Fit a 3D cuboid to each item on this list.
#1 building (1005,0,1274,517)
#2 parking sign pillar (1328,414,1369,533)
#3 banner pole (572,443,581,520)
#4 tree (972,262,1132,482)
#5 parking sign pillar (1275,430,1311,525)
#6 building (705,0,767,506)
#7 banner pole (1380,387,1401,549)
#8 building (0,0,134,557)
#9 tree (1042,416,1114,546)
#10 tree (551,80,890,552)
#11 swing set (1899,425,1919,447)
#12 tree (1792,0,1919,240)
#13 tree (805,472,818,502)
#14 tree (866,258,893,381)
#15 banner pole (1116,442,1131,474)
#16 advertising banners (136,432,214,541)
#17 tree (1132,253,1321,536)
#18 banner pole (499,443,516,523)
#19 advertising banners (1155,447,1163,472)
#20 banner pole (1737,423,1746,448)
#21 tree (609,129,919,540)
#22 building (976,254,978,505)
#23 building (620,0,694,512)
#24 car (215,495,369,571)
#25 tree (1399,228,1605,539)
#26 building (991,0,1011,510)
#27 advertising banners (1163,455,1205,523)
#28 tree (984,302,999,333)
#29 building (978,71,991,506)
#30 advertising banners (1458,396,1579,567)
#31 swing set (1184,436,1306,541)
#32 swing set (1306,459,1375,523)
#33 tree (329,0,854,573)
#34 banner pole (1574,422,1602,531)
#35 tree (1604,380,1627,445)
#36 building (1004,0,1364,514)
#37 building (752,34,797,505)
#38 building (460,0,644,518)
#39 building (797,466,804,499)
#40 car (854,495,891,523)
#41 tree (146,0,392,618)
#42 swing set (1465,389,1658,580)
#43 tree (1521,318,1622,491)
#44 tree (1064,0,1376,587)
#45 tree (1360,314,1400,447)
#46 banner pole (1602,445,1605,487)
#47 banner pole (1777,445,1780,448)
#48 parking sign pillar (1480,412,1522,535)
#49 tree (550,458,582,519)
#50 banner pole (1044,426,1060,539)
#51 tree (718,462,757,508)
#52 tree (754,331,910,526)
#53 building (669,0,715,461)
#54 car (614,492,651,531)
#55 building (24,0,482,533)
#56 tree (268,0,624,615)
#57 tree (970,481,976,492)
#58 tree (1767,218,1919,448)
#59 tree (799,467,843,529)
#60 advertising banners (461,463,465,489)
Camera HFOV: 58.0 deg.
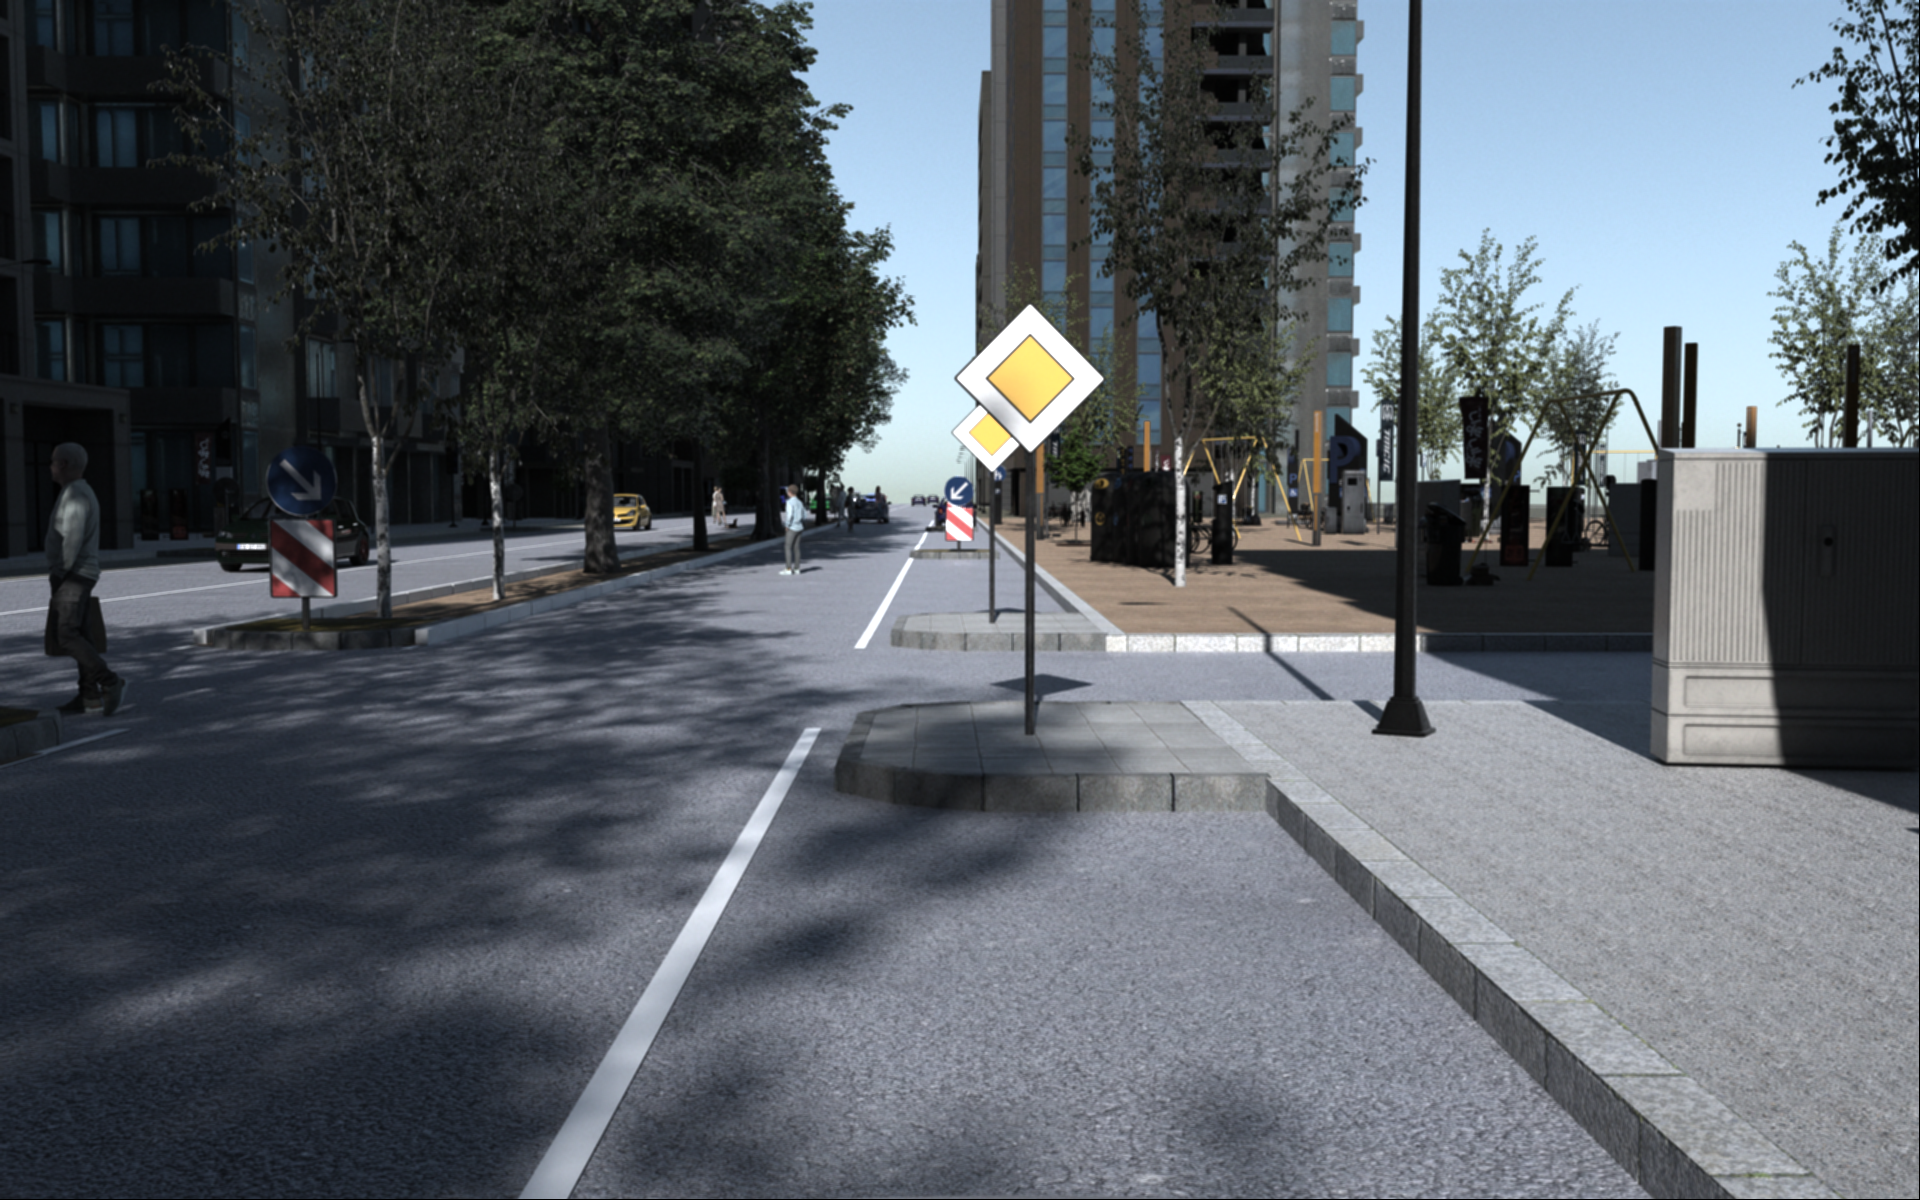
[{"bbox_3d":[9.807,-27.559,100.693,14.600,45.320,14.200,0,4,0],"label":"building"},{"bbox_3d":[12.914,-4.233,57.681,1.447,3.967,1.447,-3,4,-37],"label":"parking sign pillar"},{"bbox_3d":[-19.036,-5.856,85.764,0.401,3.779,0.863,-1,4,-18],"label":"banner pole"},{"bbox_3d":[2.452,-6.358,54.321,4.737,8.622,4.395,0,3,0],"label":"tree"},{"bbox_3d":[13.866,-5.111,72.030,1.447,3.967,1.447,1,4,11],"label":"parking sign pillar"},{"bbox_3d":[-35.612,-36.733,189.824,28.713,52.752,27.495,0,4,0],"label":"building"},{"bbox_3d":[10.097,-3.090,40.544,0.863,3.779,0.401,-2,4,-35],"label":"banner pole"},{"bbox_3d":[-29.608,-36.437,33.995,20.563,71.187,20.611,0,4,0],"label":"building"},{"bbox_3d":[2.763,-2.957,42.954,1.663,3.219,1.824,0,3,0],"label":"tree"},{"bbox_3d":[-6.574,-7.018,42.950,9.928,11.665,9.643,0,3,0],"label":"tree"},{"bbox_3d":[21.614,-2.479,38.152,2.862,2.851,3.119,0,4,4],"label":"swing set"},{"bbox_3d":[11.279,-4.217,19.318,4.360,8.622,3.978,0,3,0],"label":"tree"},{"bbox_3d":[-21.683,-16.426,252.282,4.285,4.588,4.351,0,3,0],"label":"tree"},{"bbox_3d":[-6.861,-9.453,63.663,9.857,13.997,8.962,0,3,0],"label":"tree"},{"bbox_3d":[7.907,-5.698,83.174,0.863,3.779,0.401,1,4,20],"label":"banner pole"},{"bbox_3d":[-21.809,-3.182,48.216,2.074,3.025,0.090,-3,4,-39],"label":"advertising banners"},{"bbox_3d":[8.594,-6.287,53.161,4.737,8.622,4.395,0,3,0],"label":"tree"},{"bbox_3d":[-19.814,-5.255,75.928,0.401,3.779,0.863,3,5,42],"label":"banner pole"},{"bbox_3d":[7.097,-4.181,64.554,0.090,3.025,2.074,2,4,25],"label":"advertising banners"},{"bbox_3d":[27.787,-4.365,61.383,0.863,3.779,0.401,0,4,-7],"label":"banner pole"},{"bbox_3d":[-6.074,-8.174,53.104,9.611,12.733,9.660,0,3,0],"label":"tree"},{"bbox_3d":[8.902,-26.767,209.342,14.160,30.474,14.107,0,4,0],"label":"building"},{"bbox_3d":[-30.516,-42.302,129.890,20.563,71.187,20.611,0,4,0],"label":"building"},{"bbox_3d":[-12.792,-1.440,33.332,2.009,1.686,4.222,0,4,0],"label":"car"},{"bbox_3d":[15.148,-6.025,48.869,4.737,8.622,4.395,0,3,0],"label":"tree"},{"bbox_3d":[13.205,-37.338,152.477,21.231,58.520,28.212,0,4,0],"label":"building"},{"bbox_3d":[9.862,-4.937,76.913,2.074,3.025,0.090,2,4,27],"label":"advertising banners"},{"bbox_3d":[2.646,-6.815,61.788,4.360,8.622,3.978,0,3,0],"label":"tree"},{"bbox_3d":[12.852,-34.697,190.996,21.300,48.544,21.600,0,4,0],"label":"building"},{"bbox_3d":[9.914,-2.117,30.802,2.074,3.025,0.090,1,4,19],"label":"advertising banners"},{"bbox_3d":[7.421,-3.096,48.244,2.862,2.851,3.119,-2,4,-27],"label":"swing set"},{"bbox_3d":[16.584,-4.896,77.662,3.119,2.851,2.862,-1,4,-12],"label":"swing set"},{"bbox_3d":[-6.465,-7.445,30.843,9.857,13.997,8.962,0,3,0],"label":"tree"},{"bbox_3d":[21.732,-4.301,60.336,0.401,3.779,0.863,-2,4,-35],"label":"banner pole"},{"bbox_3d":[28.642,-8.004,81.229,4.737,8.622,4.395,0,3,0],"label":"tree"},{"bbox_3d":[15.165,-30.782,122.902,23.786,49.044,30.456,0,4,0],"label":"building"},{"bbox_3d":[-32.443,-41.354,218.136,21.231,58.520,28.212,0,4,0],"label":"building"},{"bbox_3d":[-31.922,-27.607,105.993,22.147,44.769,28.867,0,4,0],"label":"building"},{"bbox_3d":[-29.211,-36.072,239.886,14.600,45.320,14.200,0,4,0],"label":"building"},{"bbox_3d":[-4.422,-4.535,86.150,2.014,1.417,4.499,0,4,-1],"label":"car"},{"bbox_3d":[-6.293,-4.017,18.503,4.360,8.622,3.978,0,3,0],"label":"tree"},{"bbox_3d":[9.814,-1.798,27.025,2.862,2.851,3.119,0,4,-2],"label":"swing set"},{"bbox_3d":[25.921,-7.510,73.155,4.360,8.622,3.978,0,3,0],"label":"tree"},{"bbox_3d":[3.139,-4.475,23.526,4.360,8.622,3.978,0,3,0],"label":"tree"},{"bbox_3d":[17.559,-7.139,67.080,4.737,8.622,4.395,0,3,0],"label":"tree"},{"bbox_3d":[28.373,-5.308,76.808,0.863,3.779,0.401,-3,4,-39],"label":"banner pole"},{"bbox_3d":[41.771,-6.057,89.046,0.863,3.779,0.401,2,4,29],"label":"banner pole"},{"bbox_3d":[16.974,-4.080,55.186,1.447,3.967,1.447,2,4,35],"label":"parking sign pillar"},{"bbox_3d":[-20.457,-5.844,90.149,1.663,3.219,1.824,0,3,0],"label":"tree"},{"bbox_3d":[2.609,-3.620,49.204,0.401,3.779,0.863,-2,4,-33],"label":"banner pole"},{"bbox_3d":[-20.743,-11.291,168.315,4.285,4.588,4.351,0,3,0],"label":"tree"},{"bbox_3d":[-6.410,-8.588,77.286,8.767,10.594,7.601,0,4,0],"label":"tree"},{"bbox_3d":[-28.617,-30.456,148.065,14.600,45.320,14.200,0,4,0],"label":"building"},{"bbox_3d":[-13.173,-3.512,67.640,2.015,1.641,3.980,0,4,-1],"label":"car"},{"bbox_3d":[-33.178,-27.432,68.118,23.786,49.044,30.456,0,4,0],"label":"building"},{"bbox_3d":[-6.224,-4.290,22.956,4.360,8.622,3.978,0,3,0],"label":"tree"},{"bbox_3d":[1.108,-14.113,225.352,1.663,3.219,1.824,0,3,0],"label":"tree"},{"bbox_3d":[23.925,-5.928,47.280,4.737,8.622,4.395,0,3,0],"label":"tree"},{"bbox_3d":[-6.397,-7.230,71.024,4.360,8.622,3.978,0,3,0],"label":"tree"},{"bbox_3d":[-26.578,-5.749,90.180,2.074,3.025,0.090,1,4,18],"label":"advertising banners"}]
